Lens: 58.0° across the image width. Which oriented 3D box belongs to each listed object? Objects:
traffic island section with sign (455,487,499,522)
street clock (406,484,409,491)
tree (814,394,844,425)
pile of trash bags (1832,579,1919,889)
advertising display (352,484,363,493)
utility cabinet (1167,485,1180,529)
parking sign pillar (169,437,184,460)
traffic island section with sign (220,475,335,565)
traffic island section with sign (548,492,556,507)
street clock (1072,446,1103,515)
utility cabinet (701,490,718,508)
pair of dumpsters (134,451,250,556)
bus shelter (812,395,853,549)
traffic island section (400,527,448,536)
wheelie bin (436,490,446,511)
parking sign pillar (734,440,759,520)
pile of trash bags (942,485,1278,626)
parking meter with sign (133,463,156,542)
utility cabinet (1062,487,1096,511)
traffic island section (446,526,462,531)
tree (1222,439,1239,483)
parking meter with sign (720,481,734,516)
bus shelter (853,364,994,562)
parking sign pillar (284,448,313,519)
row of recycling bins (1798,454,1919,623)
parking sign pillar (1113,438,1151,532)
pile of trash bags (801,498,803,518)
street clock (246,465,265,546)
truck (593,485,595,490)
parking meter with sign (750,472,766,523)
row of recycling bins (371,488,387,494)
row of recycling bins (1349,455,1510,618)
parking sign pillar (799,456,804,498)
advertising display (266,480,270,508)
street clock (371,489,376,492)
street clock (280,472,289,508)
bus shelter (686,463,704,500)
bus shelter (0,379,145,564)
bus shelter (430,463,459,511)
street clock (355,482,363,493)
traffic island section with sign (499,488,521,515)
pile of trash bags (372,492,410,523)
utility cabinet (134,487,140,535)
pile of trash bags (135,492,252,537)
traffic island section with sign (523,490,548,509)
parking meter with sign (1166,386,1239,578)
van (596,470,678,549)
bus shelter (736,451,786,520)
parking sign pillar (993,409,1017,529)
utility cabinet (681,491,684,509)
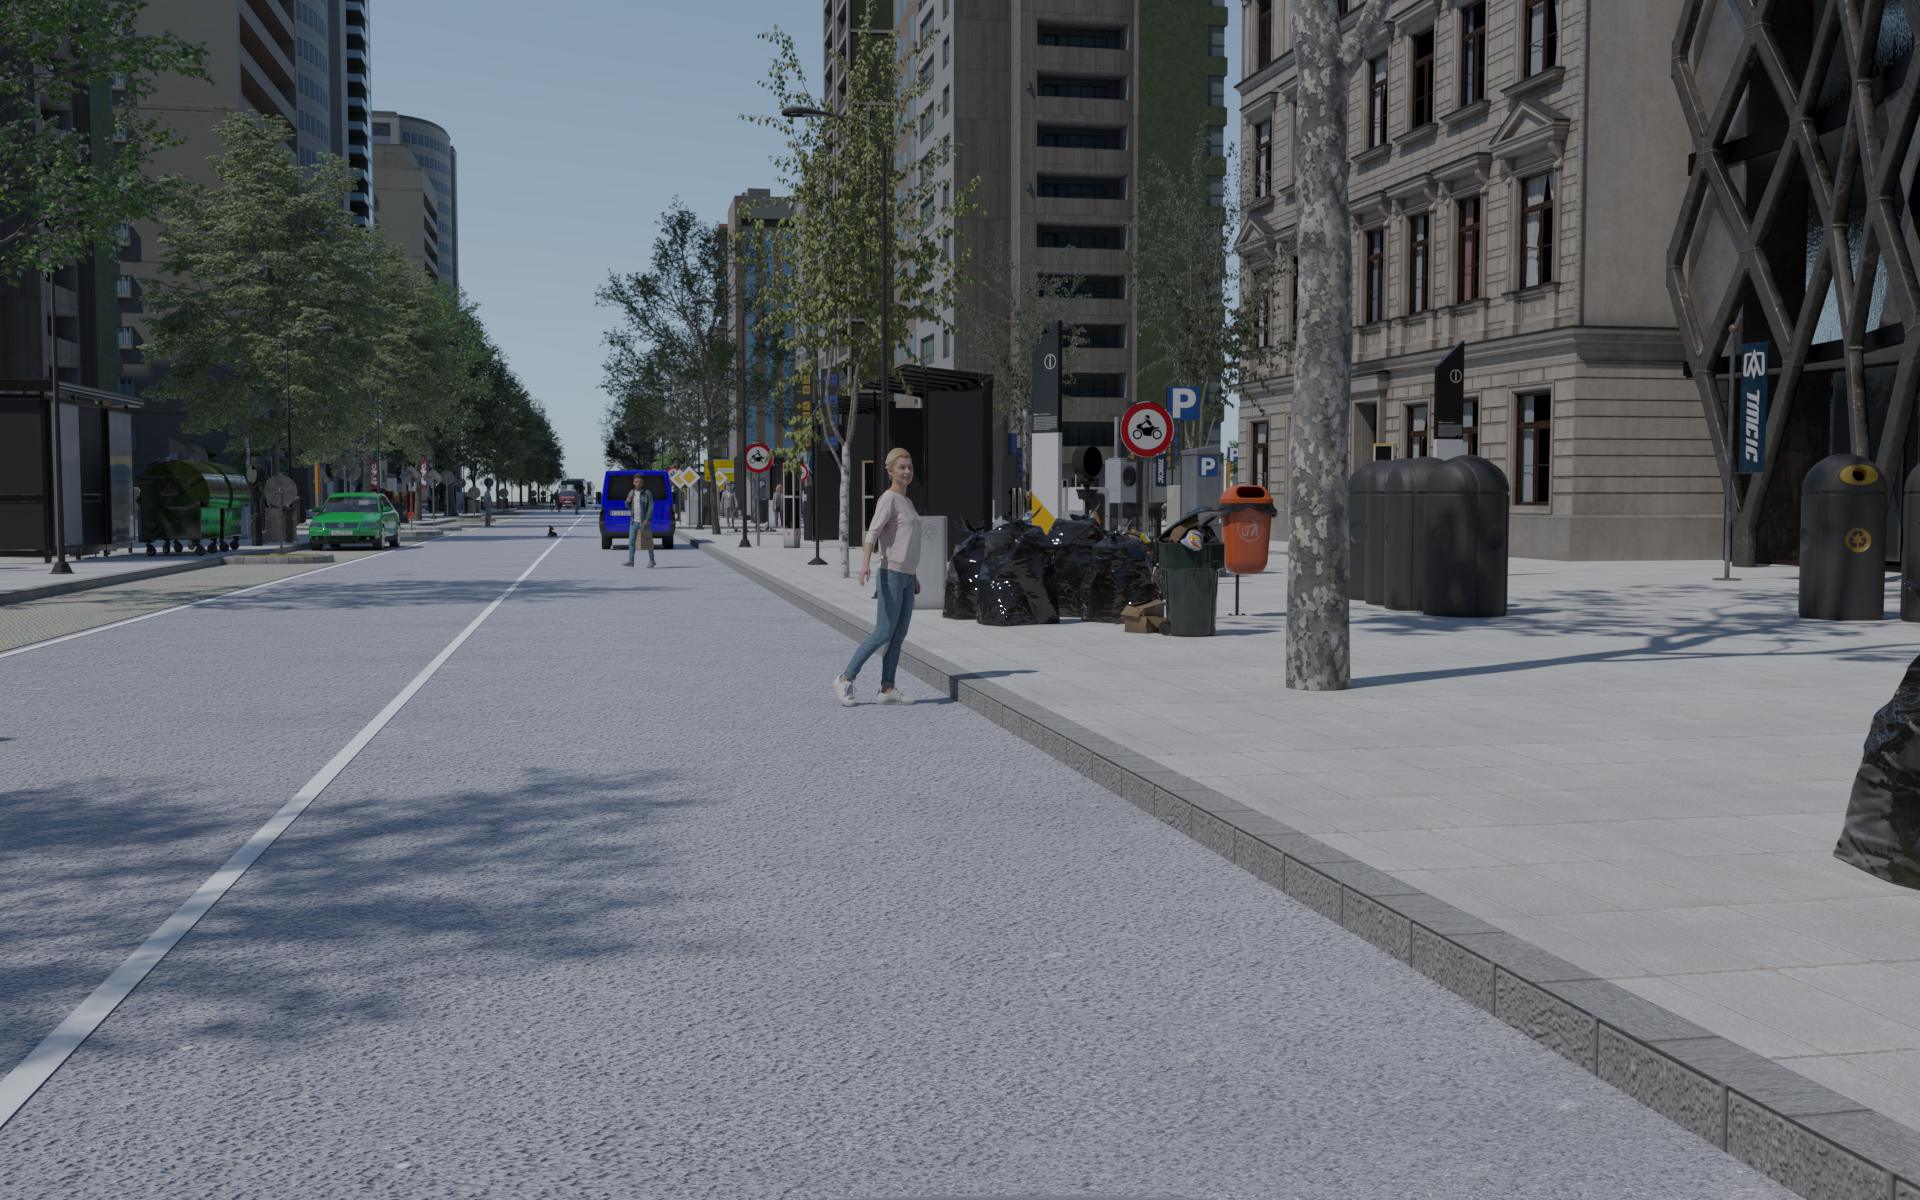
[{"bbox_3d":[-25.230,-4.987,90.166,1.989,1.847,2.006,-1,4,-12],"label":"traffic island section with sign"},{"bbox_3d":[-36.709,-6.772,115.295,0.358,2.002,0.471,-2,4,-26],"label":"street clock"},{"bbox_3d":[-8.772,-10.369,119.898,4.360,8.622,3.978,0,3,0],"label":"tree"},{"bbox_3d":[4.827,0.258,5.528,3.447,1.369,1.912,-1,4,-8],"label":"pile of trash bags"},{"bbox_3d":[-39.710,-6.673,114.315,0.974,1.923,0.123,0,4,-1],"label":"advertising display"},{"bbox_3d":[5.894,-2.179,44.313,1.173,1.500,0.318,2,4,25],"label":"utility cabinet"},{"bbox_3d":[-36.637,-5.709,81.816,1.447,3.967,1.447,-1,4,-12],"label":"parking sign pillar"},{"bbox_3d":[-14.115,-1.671,35.945,1.989,1.847,2.006,-1,4,-12],"label":"traffic island section with sign"},{"bbox_3d":[-46.201,-11.240,192.402,1.989,1.847,2.006,-1,4,-12],"label":"traffic island section with sign"},{"bbox_3d":[1.915,-1.319,26.139,0.358,2.002,0.471,3,5,43],"label":"street clock"},{"bbox_3d":[-14.852,-5.760,102.857,1.173,1.500,0.318,0,4,-3],"label":"utility cabinet"},{"bbox_3d":[-16.636,-2.147,37.603,1.574,2.255,4.437,-1,4,-11],"label":"pair of dumpsters"},{"bbox_3d":[-2.870,-3.194,43.501,1.731,3.624,6.357,-1,4,-12],"label":"bus shelter"},{"bbox_3d":[-19.057,-2.316,60.147,2.009,0.180,2.903,-1,4,-12],"label":"traffic island section"},{"bbox_3d":[-38.285,-7.340,127.910,0.693,1.594,0.980,0,4,-4],"label":"wheelie bin"},{"bbox_3d":[-10.653,-6.016,86.841,1.447,3.967,1.447,1,4,14],"label":"parking sign pillar"},{"bbox_3d":[1.576,-0.494,17.824,3.447,1.369,1.912,-1,4,-9],"label":"pile of trash bags"},{"bbox_3d":[-22.323,-3.037,45.922,1.738,3.016,0.543,-1,4,-8],"label":"parking meter with sign"},{"bbox_3d":[3.937,-2.988,57.533,1.173,1.500,0.318,-2,4,-25],"label":"utility cabinet"},{"bbox_3d":[-20.662,-2.794,67.970,2.009,0.180,2.903,-1,4,-12],"label":"traffic island section"},{"bbox_3d":[14.548,-6.241,85.761,4.285,4.588,4.351,0,3,0],"label":"tree"},{"bbox_3d":[-13.233,-6.320,99.586,0.543,3.016,1.738,-3,5,-43],"label":"parking meter with sign"},{"bbox_3d":[-0.766,-2.640,34.447,1.731,3.624,6.357,-1,4,-12],"label":"bus shelter"},{"bbox_3d":[-39.042,-6.930,101.773,1.447,3.967,1.447,0,4,5],"label":"parking sign pillar"},{"bbox_3d":[10.185,-0.609,17.070,3.534,1.692,1.069,3,4,38],"label":"row of recycling bins"},{"bbox_3d":[5.788,-4.291,58.626,1.447,3.967,1.447,-3,4,-36],"label":"parking sign pillar"},{"bbox_3d":[-7.245,-5.122,93.496,1.912,1.369,3.447,-2,4,-25],"label":"pile of trash bags"},{"bbox_3d":[-17.292,-2.324,42.562,0.471,2.002,0.358,3,4,36],"label":"street clock"},{"bbox_3d":[-63.075,-18.032,290.752,3.469,3.379,9.791,-1,4,-12],"label":"truck"},{"bbox_3d":[-8.954,-4.940,77.022,0.543,3.016,1.738,-2,4,-30],"label":"parking meter with sign"},{"bbox_3d":[-41.219,-6.973,121.118,3.534,1.692,1.069,3,4,37],"label":"row of recycling bins"},{"bbox_3d":[5.204,-0.767,19.649,1.069,1.692,3.534,0,4,-4],"label":"row of recycling bins"},{"bbox_3d":[-11.535,-8.227,122.984,1.447,3.967,1.447,1,4,18],"label":"parking sign pillar"},{"bbox_3d":[-30.896,-4.434,77.712,0.123,1.923,0.974,-3,5,-39],"label":"advertising display"},{"bbox_3d":[-36.167,-6.256,106.858,0.358,2.002,0.471,1,4,21],"label":"street clock"},{"bbox_3d":[-22.344,-3.215,57.130,0.471,2.002,0.358,2,4,34],"label":"street clock"},{"bbox_3d":[-17.666,-7.544,117.275,2.014,3.302,5.546,-1,4,-12],"label":"bus shelter"},{"bbox_3d":[-17.832,-3.386,32.995,2.179,5.291,8.768,-1,4,-11],"label":"bus shelter"},{"bbox_3d":[-39.035,-8.576,131.499,1.731,3.624,6.357,-1,4,-12],"label":"bus shelter"},{"bbox_3d":[-37.431,-6.320,107.895,0.358,2.002,0.471,2,4,28],"label":"street clock"},{"bbox_3d":[-30.703,-6.617,116.813,1.989,1.847,2.006,-1,4,-12],"label":"traffic island section with sign"},{"bbox_3d":[-25.728,-4.103,76.833,1.912,1.369,3.447,-2,4,-32],"label":"pile of trash bags"},{"bbox_3d":[-25.338,-2.703,52.875,0.318,1.500,1.173,-1,4,-12],"label":"utility cabinet"},{"bbox_3d":[-22.901,-2.580,51.939,3.447,1.369,1.912,0,4,-8],"label":"pile of trash bags"},{"bbox_3d":[-40.745,-9.611,165.772,1.989,1.847,2.006,-1,4,-12],"label":"traffic island section with sign"},{"bbox_3d":[3.778,-1.900,27.331,0.543,3.016,1.738,-1,4,-12],"label":"parking meter with sign"},{"bbox_3d":[-8.695,-2.583,46.620,2.240,2.365,5.245,-1,4,-11],"label":"van"},{"bbox_3d":[-9.355,-5.372,81.762,2.014,3.302,5.546,-1,4,-12],"label":"bus shelter"},{"bbox_3d":[1.444,-4.097,55.464,1.447,3.967,1.447,-1,4,-12],"label":"parking sign pillar"},{"bbox_3d":[-22.354,-7.873,137.403,1.173,1.500,0.318,3,5,43],"label":"utility cabinet"}]
